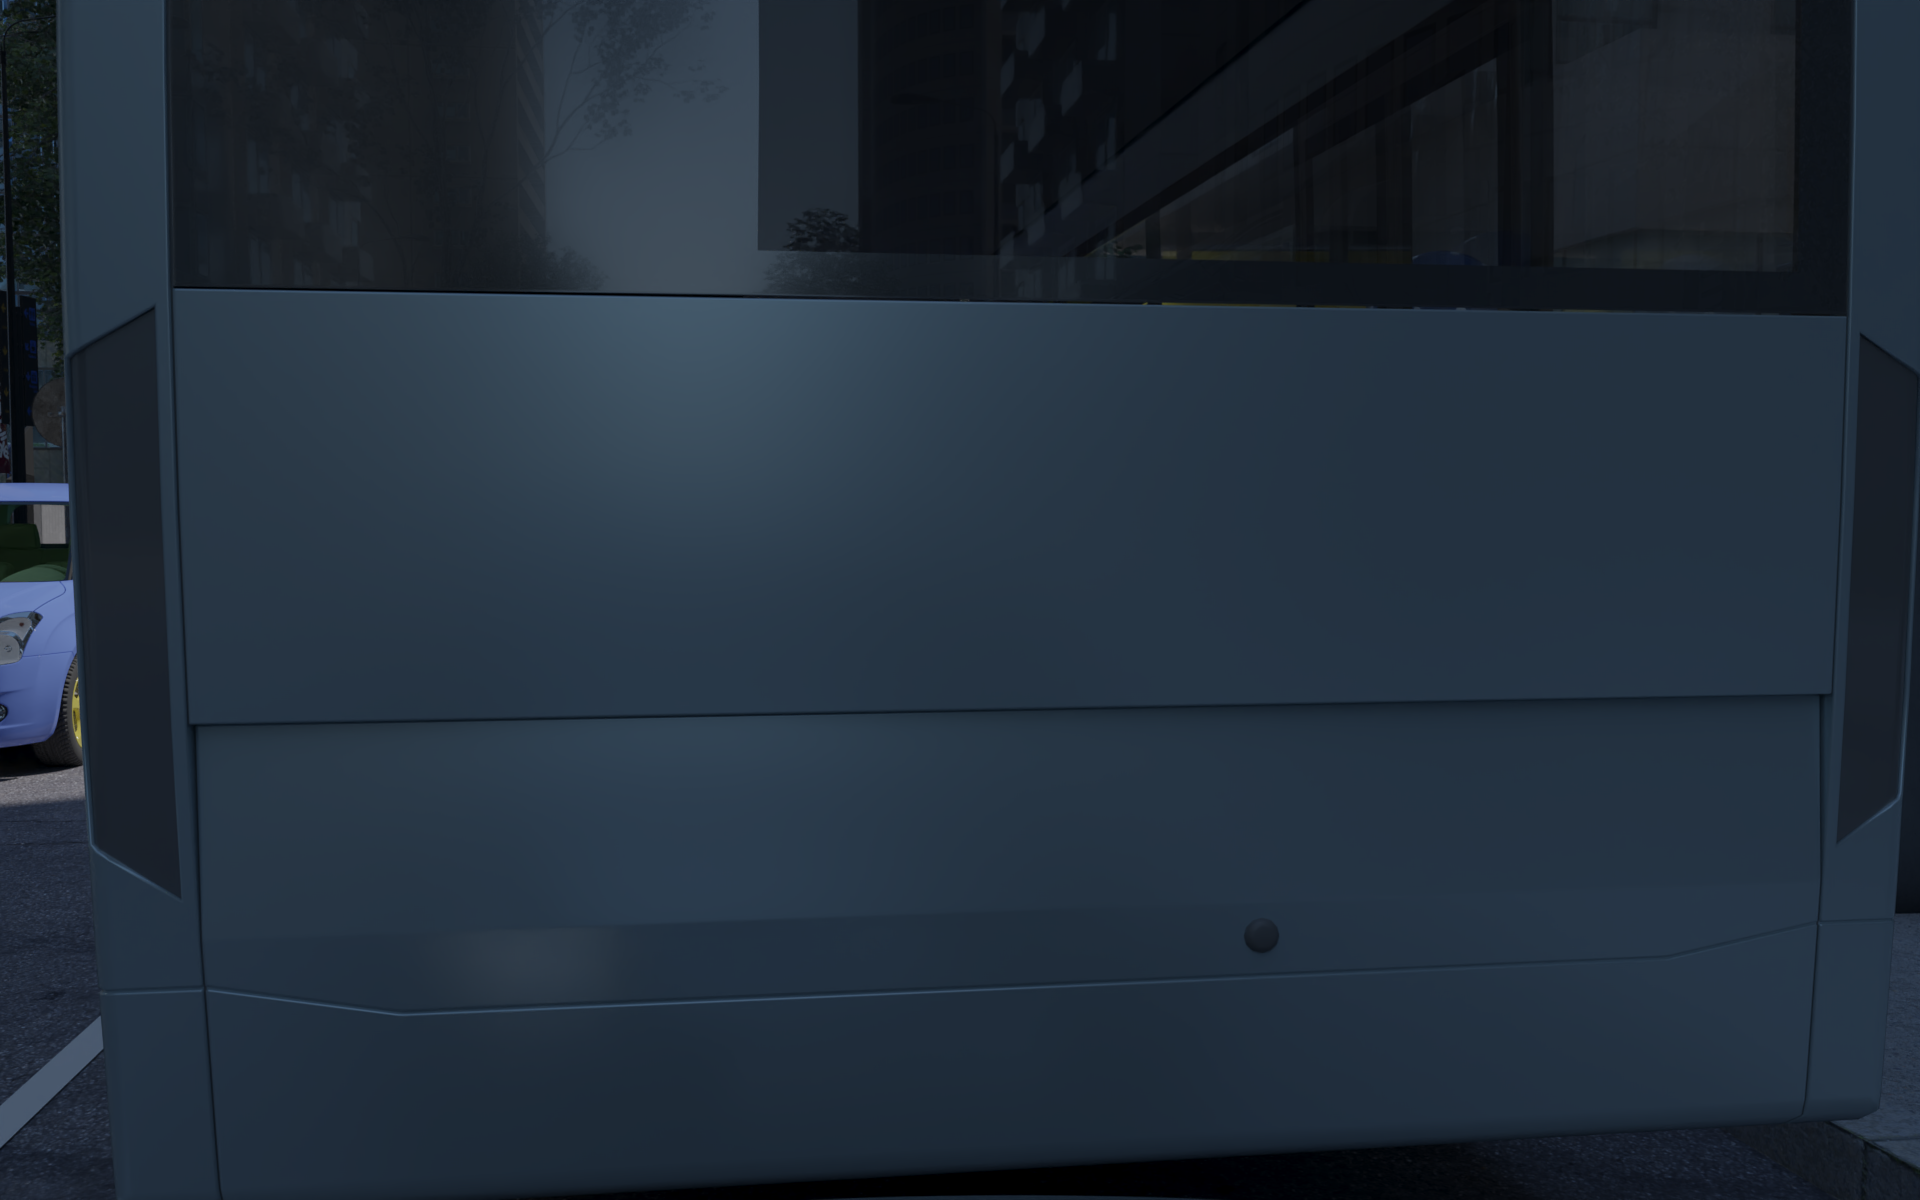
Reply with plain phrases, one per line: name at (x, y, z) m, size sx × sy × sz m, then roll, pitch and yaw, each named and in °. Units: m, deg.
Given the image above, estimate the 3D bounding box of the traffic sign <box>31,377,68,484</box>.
traffic sign at (-9.732, -1.149, 18.894) m, size 0.768 × 2.556 × 0.104 m, roll 0°, pitch 4°, yaw -2°

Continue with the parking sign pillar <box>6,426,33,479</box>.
parking sign pillar at (-35.587, -4.715, 65.569) m, size 1.447 × 3.967 × 1.447 m, roll 0°, pitch 4°, yaw -1°

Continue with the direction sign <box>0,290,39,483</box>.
direction sign at (-10.675, -1.695, 19.709) m, size 0.379 × 3.537 × 0.876 m, roll 0°, pitch 4°, yaw -4°

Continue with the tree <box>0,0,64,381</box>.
tree at (-12.386, -7.540, 29.941) m, size 9.857 × 13.997 × 8.962 m, roll 0°, pitch 3°, yaw 0°

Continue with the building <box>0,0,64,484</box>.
building at (-37.358, -47.216, 84.655) m, size 22.319 × 86.520 × 31.000 m, roll -1°, pitch 4°, yaw -9°

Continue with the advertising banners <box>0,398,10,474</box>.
advertising banners at (-12.598, -1.586, 22.124) m, size 0.090 × 3.025 × 2.074 m, roll 0°, pitch 4°, yaw -2°

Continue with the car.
car at (-5.592, -0.032, 10.109) m, size 1.945 × 1.707 × 3.694 m, roll -1°, pitch 4°, yaw -8°

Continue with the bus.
bus at (-0.838, -0.856, 8.863) m, size 2.948 × 3.499 × 13.247 m, roll -1°, pitch 4°, yaw -9°

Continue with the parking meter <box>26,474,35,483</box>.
parking meter at (-24.877, -2.477, 46.212) m, size 0.399 × 1.863 × 0.255 m, roll -3°, pitch 5°, yaw -41°

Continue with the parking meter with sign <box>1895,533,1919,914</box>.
parking meter with sign at (2.986, -0.568, 5.547) m, size 0.543 × 3.016 × 1.738 m, roll 0°, pitch 4°, yaw -2°

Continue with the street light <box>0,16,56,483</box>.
street light at (-8.513, -2.695, 16.605) m, size 1.470 × 5.913 × 1.316 m, roll -1°, pitch 4°, yaw -9°

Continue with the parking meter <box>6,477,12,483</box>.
parking meter at (-31.453, -3.168, 57.505) m, size 0.255 × 1.863 × 0.399 m, roll 0°, pitch 4°, yaw -6°
